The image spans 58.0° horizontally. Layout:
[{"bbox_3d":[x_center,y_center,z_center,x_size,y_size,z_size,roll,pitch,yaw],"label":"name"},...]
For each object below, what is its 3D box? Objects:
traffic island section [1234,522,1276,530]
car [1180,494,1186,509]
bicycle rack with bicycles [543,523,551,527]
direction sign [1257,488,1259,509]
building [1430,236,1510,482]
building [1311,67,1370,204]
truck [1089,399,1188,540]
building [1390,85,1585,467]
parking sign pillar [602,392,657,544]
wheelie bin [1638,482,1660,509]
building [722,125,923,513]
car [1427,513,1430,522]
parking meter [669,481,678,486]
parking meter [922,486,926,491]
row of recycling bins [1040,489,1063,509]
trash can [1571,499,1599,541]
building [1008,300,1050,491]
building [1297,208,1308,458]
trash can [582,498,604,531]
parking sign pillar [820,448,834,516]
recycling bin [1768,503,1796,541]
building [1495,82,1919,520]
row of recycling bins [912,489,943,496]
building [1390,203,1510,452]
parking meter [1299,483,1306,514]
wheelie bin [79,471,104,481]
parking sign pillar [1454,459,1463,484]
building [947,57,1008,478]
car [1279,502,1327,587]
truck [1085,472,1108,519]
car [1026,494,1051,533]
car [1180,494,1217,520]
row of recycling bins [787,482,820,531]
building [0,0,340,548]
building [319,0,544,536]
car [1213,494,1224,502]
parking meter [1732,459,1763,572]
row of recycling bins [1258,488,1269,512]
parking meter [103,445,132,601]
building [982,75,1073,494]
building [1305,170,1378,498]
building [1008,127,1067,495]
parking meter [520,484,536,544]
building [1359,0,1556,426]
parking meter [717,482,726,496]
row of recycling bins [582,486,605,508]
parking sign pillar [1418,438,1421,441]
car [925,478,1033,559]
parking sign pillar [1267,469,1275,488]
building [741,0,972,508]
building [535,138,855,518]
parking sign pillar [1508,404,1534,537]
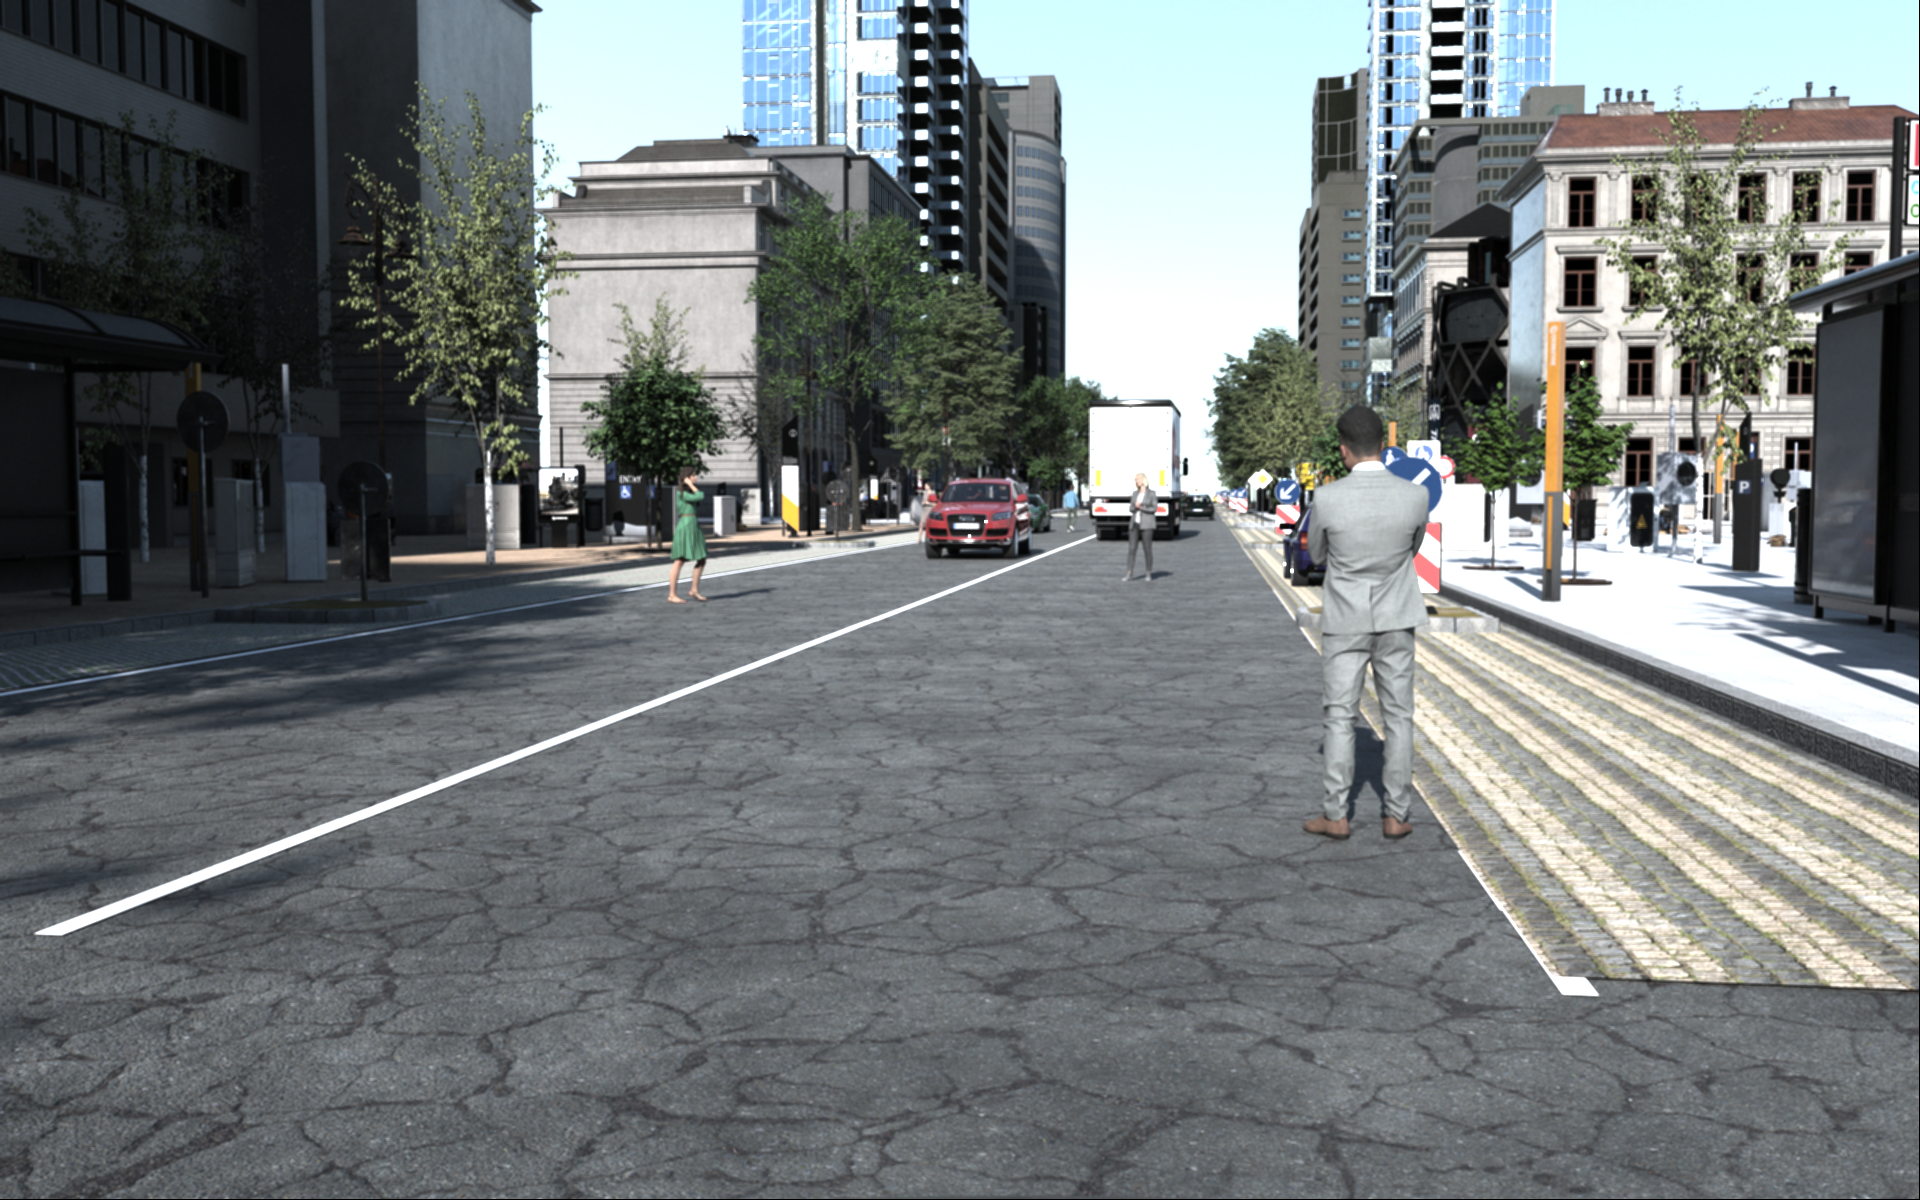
[{"bbox_3d":[13.338,-3.396,77.813,2.009,0.180,2.903,0,4,8],"label":"traffic island section"},{"bbox_3d":[18.119,-8.131,144.747,2.131,1.459,4.920,1,4,9],"label":"car"},{"bbox_3d":[-17.234,-3.375,68.556,2.925,0.926,2.852,1,4,21],"label":"bicycle rack with bicycles"},{"bbox_3d":[24.832,-9.310,144.210,0.876,3.537,0.379,-3,5,-41],"label":"direction sign"},{"bbox_3d":[41.468,-15.512,121.068,16.820,18.784,16.811,0,4,8],"label":"building"},{"bbox_3d":[68.420,-52.425,295.392,20.563,71.187,20.611,0,4,8],"label":"building"},{"bbox_3d":[5.936,-4.160,56.926,2.839,4.237,11.283,1,4,9],"label":"truck"},{"bbox_3d":[55.667,-29.208,169.427,32.217,40.220,23.993,0,4,8],"label":"building"},{"bbox_3d":[-8.632,-3.474,45.275,1.447,3.967,1.447,2,4,26],"label":"parking sign pillar"},{"bbox_3d":[17.628,-2.245,44.620,0.693,1.594,0.980,0,4,2],"label":"wheelie bin"},{"bbox_3d":[-11.560,-20.507,128.803,14.314,27.812,24.014,0,4,8],"label":"building"},{"bbox_3d":[20.086,-3.711,72.682,4.499,1.417,2.014,1,4,9],"label":"car"},{"bbox_3d":[-8.150,-2.652,49.075,0.255,1.863,0.399,1,4,12],"label":"parking meter"},{"bbox_3d":[-2.702,-7.627,130.411,0.255,1.863,0.399,-1,4,-18],"label":"parking meter"},{"bbox_3d":[7.820,-8.820,151.317,1.069,1.692,3.534,-2,4,-30],"label":"row of recycling bins"},{"bbox_3d":[17.016,-2.178,47.260,0.748,1.137,0.748,0,3,0],"label":"trash can"},{"bbox_3d":[5.661,-29.695,257.219,14.160,30.474,14.107,0,4,8],"label":"building"},{"bbox_3d":[65.015,-39.838,275.055,21.300,48.544,21.600,0,4,8],"label":"building"},{"bbox_3d":[-12.709,-2.962,60.090,0.748,1.137,0.748,0,3,0],"label":"trash can"},{"bbox_3d":[-7.826,-6.956,102.198,1.447,3.967,1.447,1,4,17],"label":"parking sign pillar"},{"bbox_3d":[22.883,-2.160,47.869,0.722,1.027,0.722,-1,4,-13],"label":"recycling bin"},{"bbox_3d":[39.690,-15.555,90.477,21.152,22.565,11.583,0,4,8],"label":"building"},{"bbox_3d":[-2.255,-8.339,143.463,3.534,1.692,1.069,1,4,15],"label":"row of recycling bins"},{"bbox_3d":[41.215,-18.997,139.483,11.050,23.489,19.941,0,4,8],"label":"building"},{"bbox_3d":[17.785,-5.173,90.296,0.255,1.863,0.399,-3,5,-40],"label":"parking meter"},{"bbox_3d":[-12.221,-0.998,24.225,0.980,1.594,0.693,-2,4,-26],"label":"wheelie bin"},{"bbox_3d":[25.479,-6.084,87.952,1.447,3.967,1.447,-3,5,-40],"label":"parking sign pillar"},{"bbox_3d":[-6.257,-35.115,197.826,21.300,48.544,21.600,0,4,8],"label":"building"},{"bbox_3d":[6.147,-0.938,27.910,1.945,1.354,3.894,0,4,8],"label":"car"},{"bbox_3d":[9.189,-7.065,104.420,2.839,4.237,11.283,0,4,7],"label":"truck"},{"bbox_3d":[2.316,-3.245,64.858,2.131,1.459,4.920,1,4,9],"label":"car"},{"bbox_3d":[13.152,-5.248,95.585,2.009,1.686,4.222,1,4,9],"label":"car"},{"bbox_3d":[-5.563,-3.305,61.145,1.069,1.692,3.534,0,4,2],"label":"row of recycling bins"},{"bbox_3d":[-25.831,-13.104,33.320,14.314,24.678,30.058,0,4,8],"label":"building"},{"bbox_3d":[-24.559,-12.812,58.622,18.267,20.994,9.793,0,4,8],"label":"building"},{"bbox_3d":[40.035,-15.758,267.867,2.015,1.641,3.980,0,4,8],"label":"car"},{"bbox_3d":[13.064,-1.410,28.770,0.255,1.863,0.399,-3,4,-38],"label":"parking meter"},{"bbox_3d":[22.355,-7.340,127.116,1.069,1.692,3.534,0,4,7],"label":"row of recycling bins"},{"bbox_3d":[-10.160,-0.928,20.886,0.255,1.863,0.399,-2,4,-24],"label":"parking meter"},{"bbox_3d":[9.239,-52.793,301.409,20.563,71.187,20.611,0,4,8],"label":"building"},{"bbox_3d":[62.521,-38.524,253.571,21.300,48.544,21.600,0,4,8],"label":"building"},{"bbox_3d":[5.405,-44.999,277.728,21.231,58.520,28.212,0,4,8],"label":"building"},{"bbox_3d":[-11.180,-2.228,44.831,0.372,1.533,0.369,0,3,0],"label":"parking meter"},{"bbox_3d":[54.842,-54.017,195.846,22.319,86.520,31.000,0,4,8],"label":"building"},{"bbox_3d":[-11.736,-4.866,85.270,0.399,1.863,0.255,-1,4,-17],"label":"parking meter"},{"bbox_3d":[-30.260,-8.159,140.518,1.069,1.692,3.534,2,4,24],"label":"row of recycling bins"},{"bbox_3d":[22.227,-5.799,83.283,1.447,3.967,1.447,1,4,17],"label":"parking sign pillar"},{"bbox_3d":[0.491,-1.914,39.967,2.281,1.827,5.304,0,4,8],"label":"car"},{"bbox_3d":[27.066,-9.937,150.939,1.447,3.967,1.447,1,4,8],"label":"parking sign pillar"},{"bbox_3d":[-9.914,-52.477,170.671,22.319,86.520,31.000,0,4,8],"label":"building"},{"bbox_3d":[-15.144,-16.114,105.260,13.314,21.916,24.055,0,4,8],"label":"building"},{"bbox_3d":[16.467,-3.879,51.902,1.447,3.967,1.447,1,4,21],"label":"parking sign pillar"}]
